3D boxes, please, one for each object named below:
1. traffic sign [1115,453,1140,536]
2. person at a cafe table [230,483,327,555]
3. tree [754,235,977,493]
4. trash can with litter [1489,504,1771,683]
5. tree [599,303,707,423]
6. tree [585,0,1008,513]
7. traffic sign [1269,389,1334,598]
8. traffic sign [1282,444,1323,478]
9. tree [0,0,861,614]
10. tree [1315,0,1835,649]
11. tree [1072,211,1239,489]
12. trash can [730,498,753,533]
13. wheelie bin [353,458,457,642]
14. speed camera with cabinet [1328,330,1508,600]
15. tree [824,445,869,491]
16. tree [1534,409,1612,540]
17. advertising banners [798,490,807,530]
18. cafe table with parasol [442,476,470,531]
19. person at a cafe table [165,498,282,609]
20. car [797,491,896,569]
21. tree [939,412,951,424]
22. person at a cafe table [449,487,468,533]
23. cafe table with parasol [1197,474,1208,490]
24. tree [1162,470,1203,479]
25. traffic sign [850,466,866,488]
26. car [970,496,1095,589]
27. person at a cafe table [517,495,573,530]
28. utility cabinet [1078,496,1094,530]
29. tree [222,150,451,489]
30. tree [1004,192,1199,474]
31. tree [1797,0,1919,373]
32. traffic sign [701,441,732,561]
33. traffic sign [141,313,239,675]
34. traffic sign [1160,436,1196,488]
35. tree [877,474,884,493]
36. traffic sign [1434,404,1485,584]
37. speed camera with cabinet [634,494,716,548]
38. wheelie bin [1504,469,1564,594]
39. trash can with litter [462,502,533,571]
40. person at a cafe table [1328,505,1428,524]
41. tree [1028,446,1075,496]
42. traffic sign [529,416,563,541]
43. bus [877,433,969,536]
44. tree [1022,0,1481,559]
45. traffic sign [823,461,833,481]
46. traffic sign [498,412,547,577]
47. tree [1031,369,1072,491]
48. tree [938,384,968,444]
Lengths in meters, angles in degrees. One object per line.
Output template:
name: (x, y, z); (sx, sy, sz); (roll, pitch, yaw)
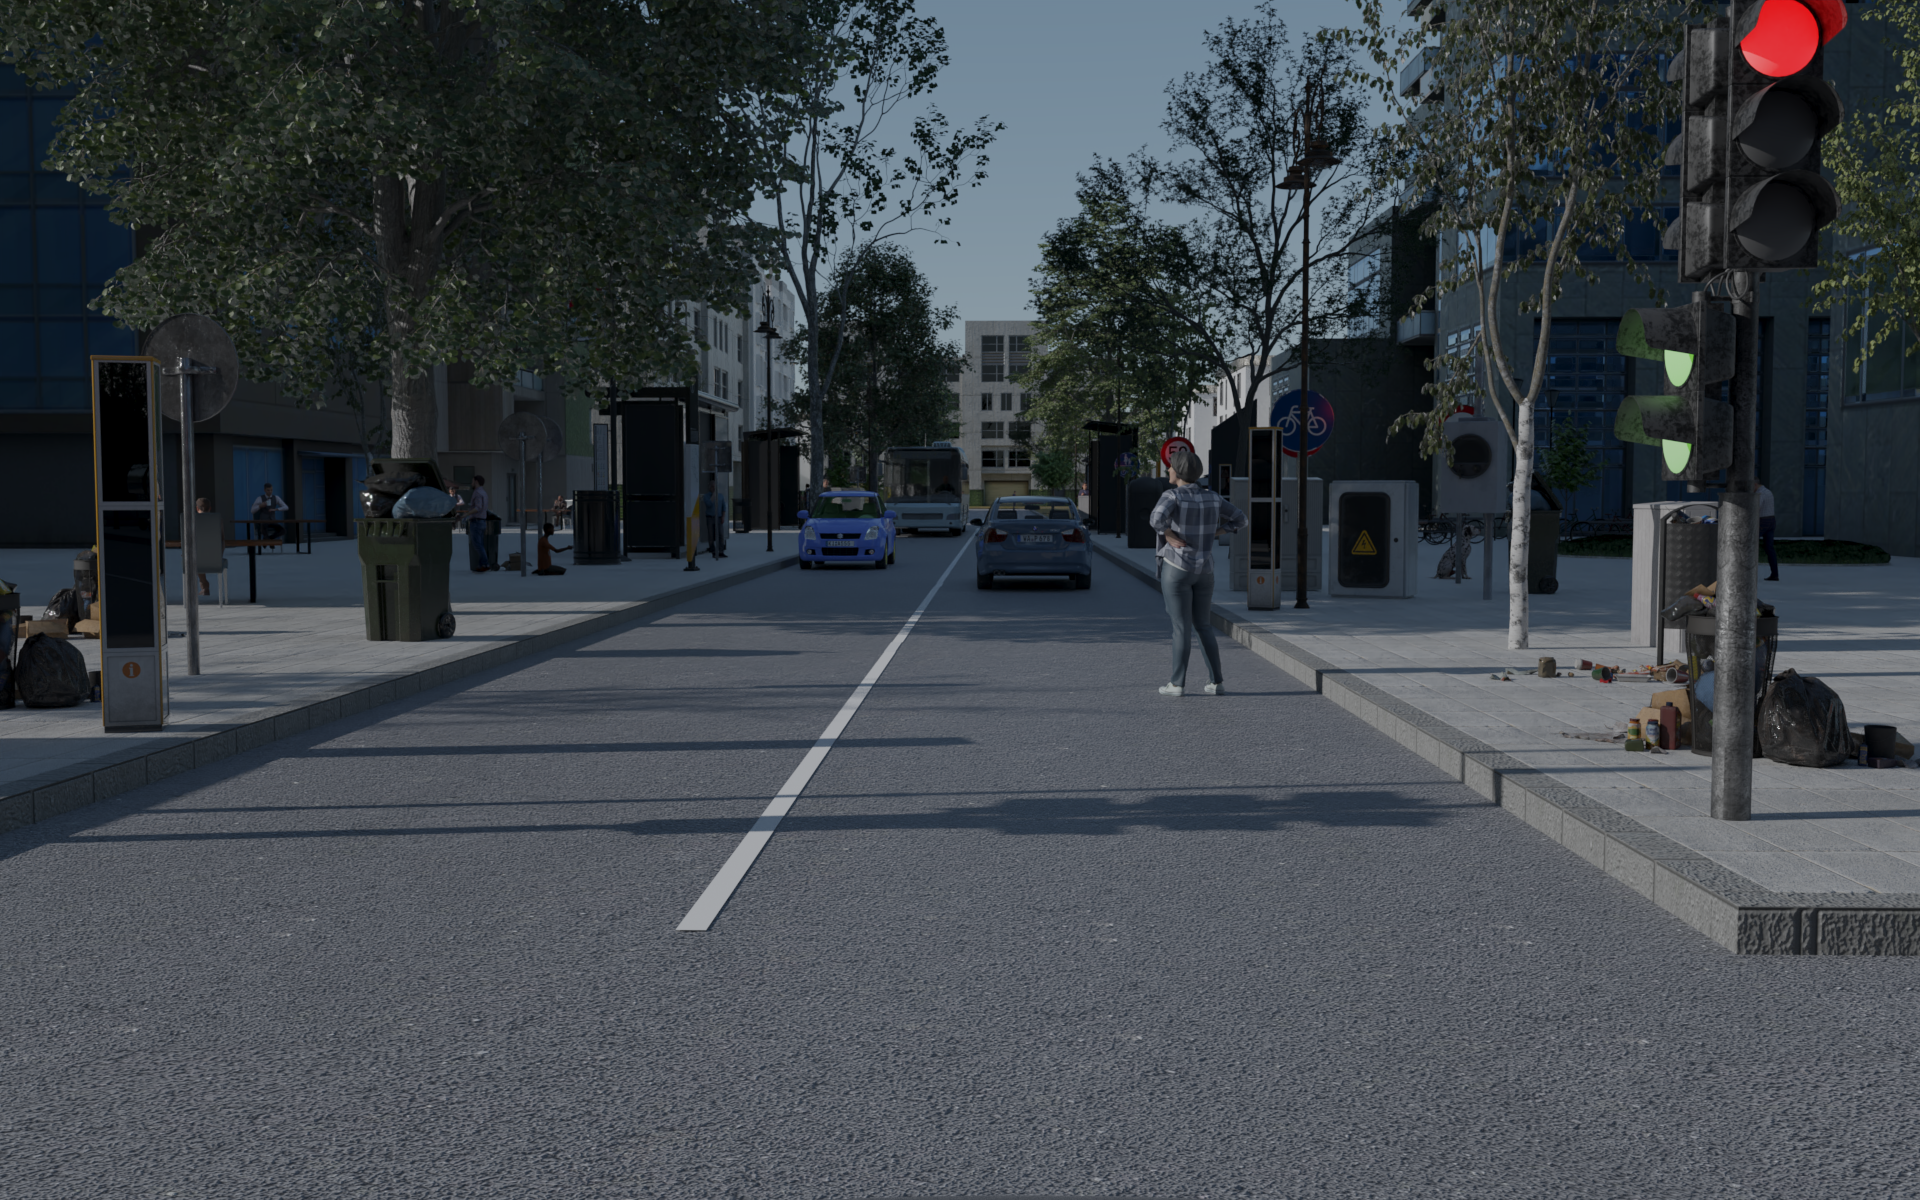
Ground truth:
traffic sign: (5.139, -3.250, 53.245); (0.768, 2.556, 0.104); (0, 4, 4)
person at a cafe table: (-14.716, -1.750, 37.129); (1.698, 1.524, 1.622); (-3, 5, -39)
tree: (-3.860, -9.775, 76.837); (9.611, 12.733, 9.660); (0, 3, 0)
trash can with litter: (4.756, -0.070, 12.196); (2.233, 1.210, 1.678); (0, 4, -4)
tree: (-11.936, -7.075, 66.033); (4.360, 8.622, 3.978); (0, 3, 0)
tree: (-4.976, -11.734, 47.744); (12.611, 20.169, 13.585); (0, 3, 0)
traffic sign: (4.136, -1.280, 21.033); (0.768, 2.556, 0.104); (1, 4, 9)
traffic sign: (4.825, -1.503, 24.677); (0.768, 2.556, 0.104); (1, 4, 8)
tree: (-5.677, -6.819, 18.141); (9.857, 13.997, 8.962); (0, 3, 0)
tree: (4.805, -3.909, 14.271); (4.360, 8.622, 3.978); (0, 3, 0)
tree: (5.593, -5.816, 45.461); (4.737, 8.622, 4.395); (0, 3, 0)
trash can: (-7.134, -2.754, 56.687); (0.748, 1.137, 0.748); (0, 3, 0)
wheelie bin: (-4.859, -0.448, 15.234); (0.980, 1.594, 0.693); (1, 4, 16)
speed camera with cabinet: (5.593, -1.643, 21.199); (2.038, 3.252, 0.660); (2, 4, 29)
tree: (-4.498, -4.442, 67.232); (1.663, 3.219, 1.824); (0, 3, 0)
tree: (13.876, -2.728, 39.212); (1.663, 3.219, 1.824); (0, 3, 0)
advertising banners: (-5.413, -4.047, 62.364); (0.090, 3.025, 2.074); (1, 4, 16)
cafe table with parasol: (-18.043, -3.358, 59.762); (2.610, 1.966, 2.610); (-3, 4, -39)
person at a cafe table: (-8.800, -0.569, 20.163); (1.698, 1.238, 1.726); (-1, 4, -21)
car: (-2.198, -1.505, 34.203); (1.945, 1.707, 3.694); (0, 4, 1)
tree: (-2.562, -10.137, 116.095); (4.737, 8.622, 4.395); (0, 3, 0)
person at a cafe table: (-16.634, -2.948, 56.720); (1.698, 1.524, 1.622); (-1, 4, -15)
cafe table with parasol: (7.726, -2.881, 51.974); (2.610, 1.966, 2.610); (0, 4, 3)
tree: (9.384, -4.844, 73.804); (1.663, 3.219, 1.824); (0, 3, 0)
traffic sign: (-3.752, -3.766, 63.699); (0.606, 2.300, 0.079); (0, 4, 5)
car: (1.149, -0.941, 27.393); (2.014, 1.417, 4.499); (0, 4, 2)
person at a cafe table: (-14.546, -3.108, 61.678); (1.698, 1.238, 1.726); (2, 4, 35)
utility cabinet: (4.764, -3.107, 61.962); (1.020, 1.237, 0.306); (1, 4, 20)
tree: (-11.256, -5.020, 32.436); (4.360, 8.622, 3.978); (0, 3, 0)
tree: (5.520, -9.034, 65.836); (7.486, 12.596, 7.792); (0, 3, 0)
tree: (12.385, -4.349, 21.472); (4.737, 8.622, 4.395); (0, 3, 0)
traffic sign: (-4.672, -1.904, 33.259); (0.606, 2.300, 0.079); (0, 4, 8)
traffic sign: (-5.436, -0.740, 12.211); (0.768, 2.556, 0.104); (1, 4, 10)
traffic sign: (4.794, -2.328, 38.164); (0.768, 2.556, 0.104); (0, 4, 5)
tree: (-4.213, -5.594, 86.057); (1.663, 3.219, 1.824); (0, 3, 0)
traffic sign: (7.140, -1.507, 24.742); (0.768, 2.556, 0.104); (0, 4, 6)
speed camera with cabinet: (-6.585, -2.834, 40.667); (2.038, 3.252, 0.660); (0, 4, 6)
wheelie bin: (7.402, -0.887, 22.404); (0.693, 1.594, 0.980); (1, 4, 10)
trash can with litter: (-7.741, -1.075, 28.960); (1.055, 1.170, 0.624); (-2, 4, -31)
person at a cafe table: (8.380, -1.518, 35.684); (1.726, 1.238, 1.698); (-2, 4, -28)
tree: (6.095, -7.925, 113.290); (4.285, 4.588, 4.351); (0, 3, 0)
traffic sign: (-6.863, -1.723, 28.277); (0.768, 2.556, 0.104); (0, 4, 3)
bus: (-1.080, -4.120, 62.218); (2.948, 3.499, 13.247); (0, 4, 1)
tree: (5.342, -6.044, 33.229); (8.767, 10.594, 7.601); (0, 4, 4)
traffic sign: (-5.046, -4.183, 68.391); (0.884, 2.594, 0.081); (0, 4, 5)
traffic sign: (-6.779, -1.635, 26.831); (0.768, 2.556, 0.104); (0, 4, 3)
tree: (6.678, -8.891, 95.727); (4.737, 8.622, 4.395); (0, 3, 0)
tree: (-2.905, -13.662, 149.136); (9.928, 11.665, 9.643); (0, 3, 0)
